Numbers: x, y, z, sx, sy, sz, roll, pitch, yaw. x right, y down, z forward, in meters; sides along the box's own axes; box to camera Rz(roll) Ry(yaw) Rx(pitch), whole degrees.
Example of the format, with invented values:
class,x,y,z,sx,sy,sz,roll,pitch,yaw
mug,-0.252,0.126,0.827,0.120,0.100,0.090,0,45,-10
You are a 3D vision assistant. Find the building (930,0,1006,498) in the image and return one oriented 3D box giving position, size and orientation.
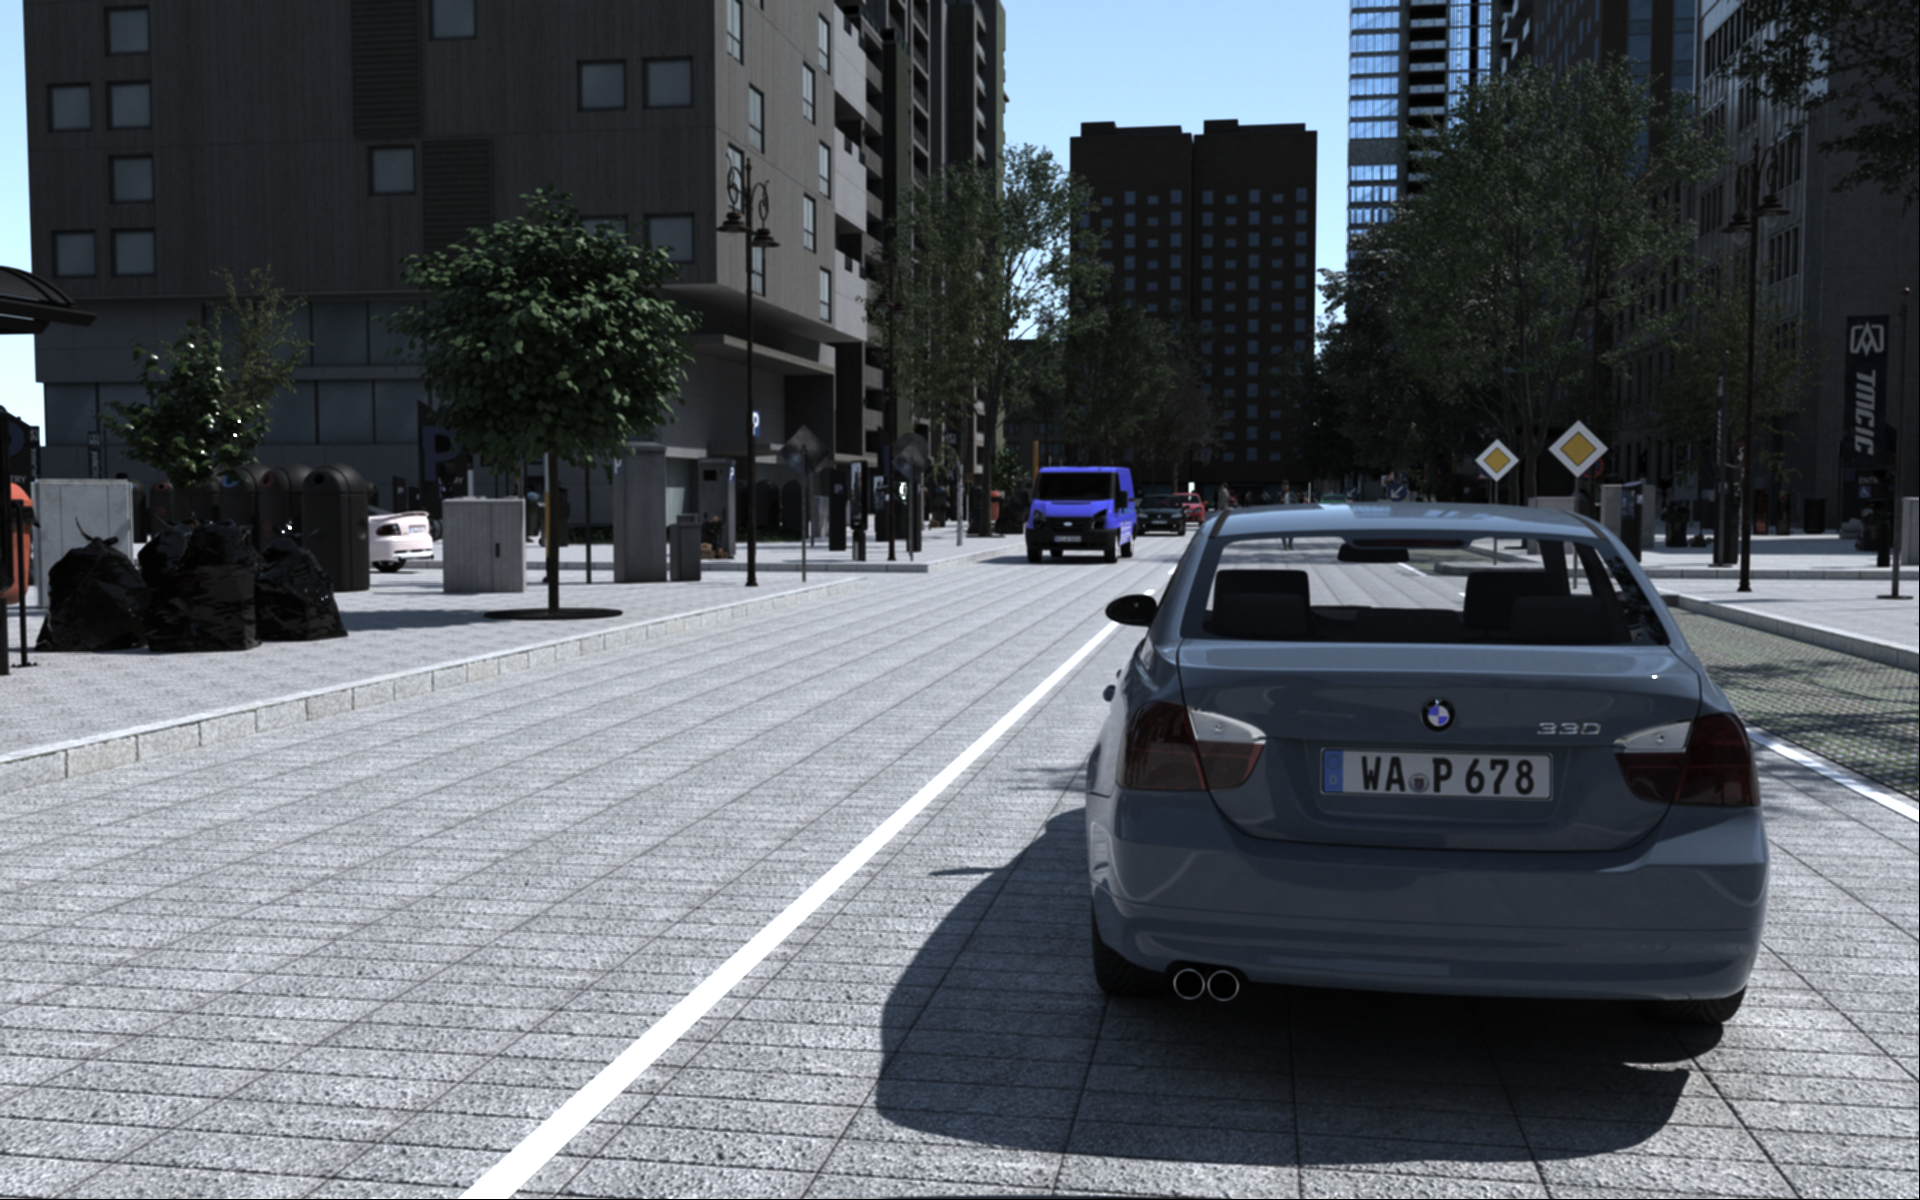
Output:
class,x,y,z,sx,sy,sz,roll,pitch,yaw
building,-4.315,-27.822,138.476,14.154,41.232,14.086,1,4,10

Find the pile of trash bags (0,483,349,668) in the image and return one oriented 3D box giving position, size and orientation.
class,x,y,z,sx,sy,sz,roll,pitch,yaw
pile of trash bags,-6.778,-0.276,14.263,1.912,1.369,3.447,1,4,17

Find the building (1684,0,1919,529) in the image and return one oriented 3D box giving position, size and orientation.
class,x,y,z,sx,sy,sz,roll,pitch,yaw
building,38.640,-15.469,70.936,12.078,24.808,19.932,1,4,10

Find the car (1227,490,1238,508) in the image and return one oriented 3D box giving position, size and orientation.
class,x,y,z,sx,sy,sz,roll,pitch,yaw
car,27.689,-10.448,179.498,2.281,1.827,5.304,1,4,12

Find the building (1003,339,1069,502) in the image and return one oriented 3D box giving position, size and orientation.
class,x,y,z,sx,sy,sz,roll,pitch,yaw
building,0.865,-23.090,222.566,28.899,21.520,27.650,1,4,10

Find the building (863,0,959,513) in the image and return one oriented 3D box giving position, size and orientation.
class,x,y,z,sx,sy,sz,roll,pitch,yaw
building,-10.792,-41.716,120.307,20.563,71.187,20.611,1,4,10

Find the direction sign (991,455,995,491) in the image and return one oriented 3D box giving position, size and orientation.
class,x,y,z,sx,sy,sz,roll,pitch,yaw
direction sign,1.939,-6.692,101.403,0.379,3.537,0.876,-1,4,-14

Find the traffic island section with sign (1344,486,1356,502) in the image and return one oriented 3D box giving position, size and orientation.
class,x,y,z,sx,sy,sz,roll,pitch,yaw
traffic island section with sign,18.537,-4.537,82.810,1.989,1.847,2.006,1,4,10

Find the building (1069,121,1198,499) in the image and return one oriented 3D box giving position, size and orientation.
class,x,y,z,sx,sy,sz,roll,pitch,yaw
building,21.122,-34.303,210.956,14.200,45.320,14.600,1,4,10

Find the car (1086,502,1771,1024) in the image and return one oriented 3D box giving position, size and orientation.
class,x,y,z,sx,sy,sz,roll,pitch,yaw
car,1.469,0.362,6.092,2.014,1.417,4.499,1,4,10

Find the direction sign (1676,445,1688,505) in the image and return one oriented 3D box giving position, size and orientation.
class,x,y,z,sx,sy,sz,roll,pitch,yaw
direction sign,33.749,-5.444,80.998,0.379,3.537,0.876,-1,4,-12

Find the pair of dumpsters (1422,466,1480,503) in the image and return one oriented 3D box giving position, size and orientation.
class,x,y,z,sx,sy,sz,roll,pitch,yaw
pair of dumpsters,17.367,-3.594,61.258,1.574,2.255,4.437,1,4,10

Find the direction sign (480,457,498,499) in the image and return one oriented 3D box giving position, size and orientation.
class,x,y,z,sx,sy,sz,roll,pitch,yaw
direction sign,-13.225,-3.513,49.430,0.876,3.537,0.379,-1,4,-11

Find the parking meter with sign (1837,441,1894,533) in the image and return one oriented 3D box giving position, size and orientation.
class,x,y,z,sx,sy,sz,roll,pitch,yaw
parking meter with sign,29.629,-3.687,56.538,1.738,3.016,0.543,1,4,23

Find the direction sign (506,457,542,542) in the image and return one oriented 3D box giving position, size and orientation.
class,x,y,z,sx,sy,sz,roll,pitch,yaw
direction sign,-11.536,-3.304,46.010,0.876,3.537,0.379,-2,4,-28

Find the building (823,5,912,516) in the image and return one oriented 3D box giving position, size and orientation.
class,x,y,z,sx,sy,sz,roll,pitch,yaw
building,-11.098,-20.307,103.726,14.160,30.474,14.107,1,4,10

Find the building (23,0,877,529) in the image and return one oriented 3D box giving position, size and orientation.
class,x,y,z,sx,sy,sz,roll,pitch,yaw
building,-19.526,-29.682,74.537,28.713,52.752,27.495,1,4,10

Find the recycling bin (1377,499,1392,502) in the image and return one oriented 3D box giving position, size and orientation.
class,x,y,z,sx,sy,sz,roll,pitch,yaw
recycling bin,20.690,-4.370,84.000,0.722,1.027,0.722,2,4,33

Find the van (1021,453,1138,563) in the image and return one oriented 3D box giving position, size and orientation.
class,x,y,z,sx,sy,sz,roll,pitch,yaw
van,2.684,-2.040,37.744,2.240,2.365,5.245,1,4,11

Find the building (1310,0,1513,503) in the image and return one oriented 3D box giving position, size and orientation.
class,x,y,z,sx,sy,sz,roll,pitch,yaw
building,58.268,-54.721,207.362,31.000,86.520,22.319,1,4,10

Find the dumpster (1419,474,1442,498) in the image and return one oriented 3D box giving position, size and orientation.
class,x,y,z,sx,sy,sz,roll,pitch,yaw
dumpster,21.995,-4.727,79.776,1.502,2.255,1.985,1,4,10

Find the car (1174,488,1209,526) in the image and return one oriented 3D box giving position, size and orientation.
class,x,y,z,sx,sy,sz,roll,pitch,yaw
car,10.159,-4.239,78.344,2.155,1.783,4.494,1,4,9

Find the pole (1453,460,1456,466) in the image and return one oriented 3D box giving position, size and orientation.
class,x,y,z,sx,sy,sz,roll,pitch,yaw
pole,29.706,-6.751,104.225,0.158,3.312,0.155,0,3,0

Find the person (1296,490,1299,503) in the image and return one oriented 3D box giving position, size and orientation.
class,x,y,z,sx,sy,sz,roll,pitch,yaw
person,32.559,-9.697,167.053,0.705,1.823,1.348,1,4,9

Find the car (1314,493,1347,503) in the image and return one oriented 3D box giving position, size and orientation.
class,x,y,z,sx,sy,sz,roll,pitch,yaw
car,20.326,-5.235,94.388,1.959,1.807,4.718,1,4,10

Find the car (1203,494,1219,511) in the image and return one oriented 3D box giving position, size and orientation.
class,x,y,z,sx,sy,sz,roll,pitch,yaw
car,21.649,-8.440,146.795,1.959,1.807,4.718,1,4,11

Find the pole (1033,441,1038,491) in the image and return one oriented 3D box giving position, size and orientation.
class,x,y,z,sx,sy,sz,roll,pitch,yaw
pole,2.891,-4.424,66.169,0.158,3.312,0.155,0,3,0

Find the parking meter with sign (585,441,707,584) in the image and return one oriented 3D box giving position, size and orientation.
class,x,y,z,sx,sy,sz,roll,pitch,yaw
parking meter with sign,-4.618,-1.761,25.056,1.738,3.016,0.543,-3,4,-36

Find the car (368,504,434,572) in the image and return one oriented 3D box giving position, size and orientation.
class,x,y,z,sx,sy,sz,roll,pitch,yaw
car,-12.016,-1.168,31.467,4.827,1.381,2.083,1,4,11

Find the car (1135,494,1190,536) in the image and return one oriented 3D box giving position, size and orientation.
class,x,y,z,sx,sy,sz,roll,pitch,yaw
car,7.023,-3.103,60.513,2.009,1.686,4.222,1,4,8

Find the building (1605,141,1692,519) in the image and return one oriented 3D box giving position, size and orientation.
class,x,y,z,sx,sy,sz,roll,pitch,yaw
building,41.737,-15.604,91.276,11.583,22.565,21.152,1,4,10

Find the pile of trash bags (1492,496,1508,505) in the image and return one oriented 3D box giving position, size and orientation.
class,x,y,z,sx,sy,sz,roll,pitch,yaw
pile of trash bags,21.762,-3.606,68.711,3.447,1.369,1.912,0,4,-6

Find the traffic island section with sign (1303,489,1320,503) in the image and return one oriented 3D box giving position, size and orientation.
class,x,y,z,sx,sy,sz,roll,pitch,yaw
traffic island section with sign,27.060,-7.578,132.524,1.989,1.847,2.006,1,4,10

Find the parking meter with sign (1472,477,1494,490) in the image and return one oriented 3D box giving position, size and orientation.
class,x,y,z,sx,sy,sz,roll,pitch,yaw
parking meter with sign,23.664,-5.076,79.247,1.738,3.016,0.543,-1,4,-15

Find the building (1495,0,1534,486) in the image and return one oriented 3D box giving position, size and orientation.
class,x,y,z,sx,sy,sz,roll,pitch,yaw
building,57.973,-32.192,145.953,23.786,49.044,30.456,1,4,10

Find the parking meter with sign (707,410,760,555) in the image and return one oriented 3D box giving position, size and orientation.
class,x,y,z,sx,sy,sz,roll,pitch,yaw
parking meter with sign,-5.112,-2.457,36.430,1.738,3.016,0.543,1,4,14

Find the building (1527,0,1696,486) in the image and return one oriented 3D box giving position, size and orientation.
class,x,y,z,sx,sy,sz,roll,pitch,yaw
building,49.354,-29.037,124.870,14.600,45.320,14.200,1,4,10

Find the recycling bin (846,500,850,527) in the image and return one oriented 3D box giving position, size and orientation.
class,x,y,z,sx,sy,sz,roll,pitch,yaw
recycling bin,-4.419,-3.436,68.733,0.722,1.027,0.722,0,4,7

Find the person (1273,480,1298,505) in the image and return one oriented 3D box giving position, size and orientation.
class,x,y,z,sx,sy,sz,roll,pitch,yaw
person,8.299,-2.153,44.046,0.623,1.781,0.721,-1,4,-13

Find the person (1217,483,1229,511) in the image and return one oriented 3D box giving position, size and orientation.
class,x,y,z,sx,sy,sz,roll,pitch,yaw
person,8.593,-2.945,56.839,0.473,1.802,0.592,3,5,43

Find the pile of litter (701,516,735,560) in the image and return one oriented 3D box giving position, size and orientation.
class,x,y,z,sx,sy,sz,roll,pitch,yaw
pile of litter,-5.135,-1.256,34.501,1.176,0.858,1.719,-2,4,-24

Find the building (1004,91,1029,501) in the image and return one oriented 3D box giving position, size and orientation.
class,x,y,z,sx,sy,sz,roll,pitch,yaw
building,-9.099,-31.017,161.748,28.867,44.769,22.147,1,4,10

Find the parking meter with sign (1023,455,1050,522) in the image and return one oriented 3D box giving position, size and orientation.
class,x,y,z,sx,sy,sz,roll,pitch,yaw
parking meter with sign,3.195,-5.019,78.322,1.738,3.016,0.543,0,4,8

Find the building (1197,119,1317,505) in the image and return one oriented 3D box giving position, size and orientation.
class,x,y,z,sx,sy,sz,roll,pitch,yaw
building,35.525,-34.226,209.699,14.200,45.320,14.600,1,4,10

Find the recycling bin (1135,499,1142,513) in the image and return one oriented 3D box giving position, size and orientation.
class,x,y,z,sx,sy,sz,roll,pitch,yaw
recycling bin,10.008,-5.197,97.525,0.722,1.027,0.722,0,4,8

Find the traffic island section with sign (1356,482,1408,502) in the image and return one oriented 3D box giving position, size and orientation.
class,x,y,z,sx,sy,sz,roll,pitch,yaw
traffic island section with sign,13.949,-2.897,55.993,1.989,1.847,2.006,1,4,10

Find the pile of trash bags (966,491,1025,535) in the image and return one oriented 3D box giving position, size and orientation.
class,x,y,z,sx,sy,sz,roll,pitch,yaw
pile of trash bags,1.112,-2.784,55.275,1.912,1.369,3.447,0,4,2

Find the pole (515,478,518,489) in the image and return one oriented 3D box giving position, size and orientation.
class,x,y,z,sx,sy,sz,roll,pitch,yaw
pole,-13.862,-3.697,54.285,0.158,3.312,0.155,0,3,0
